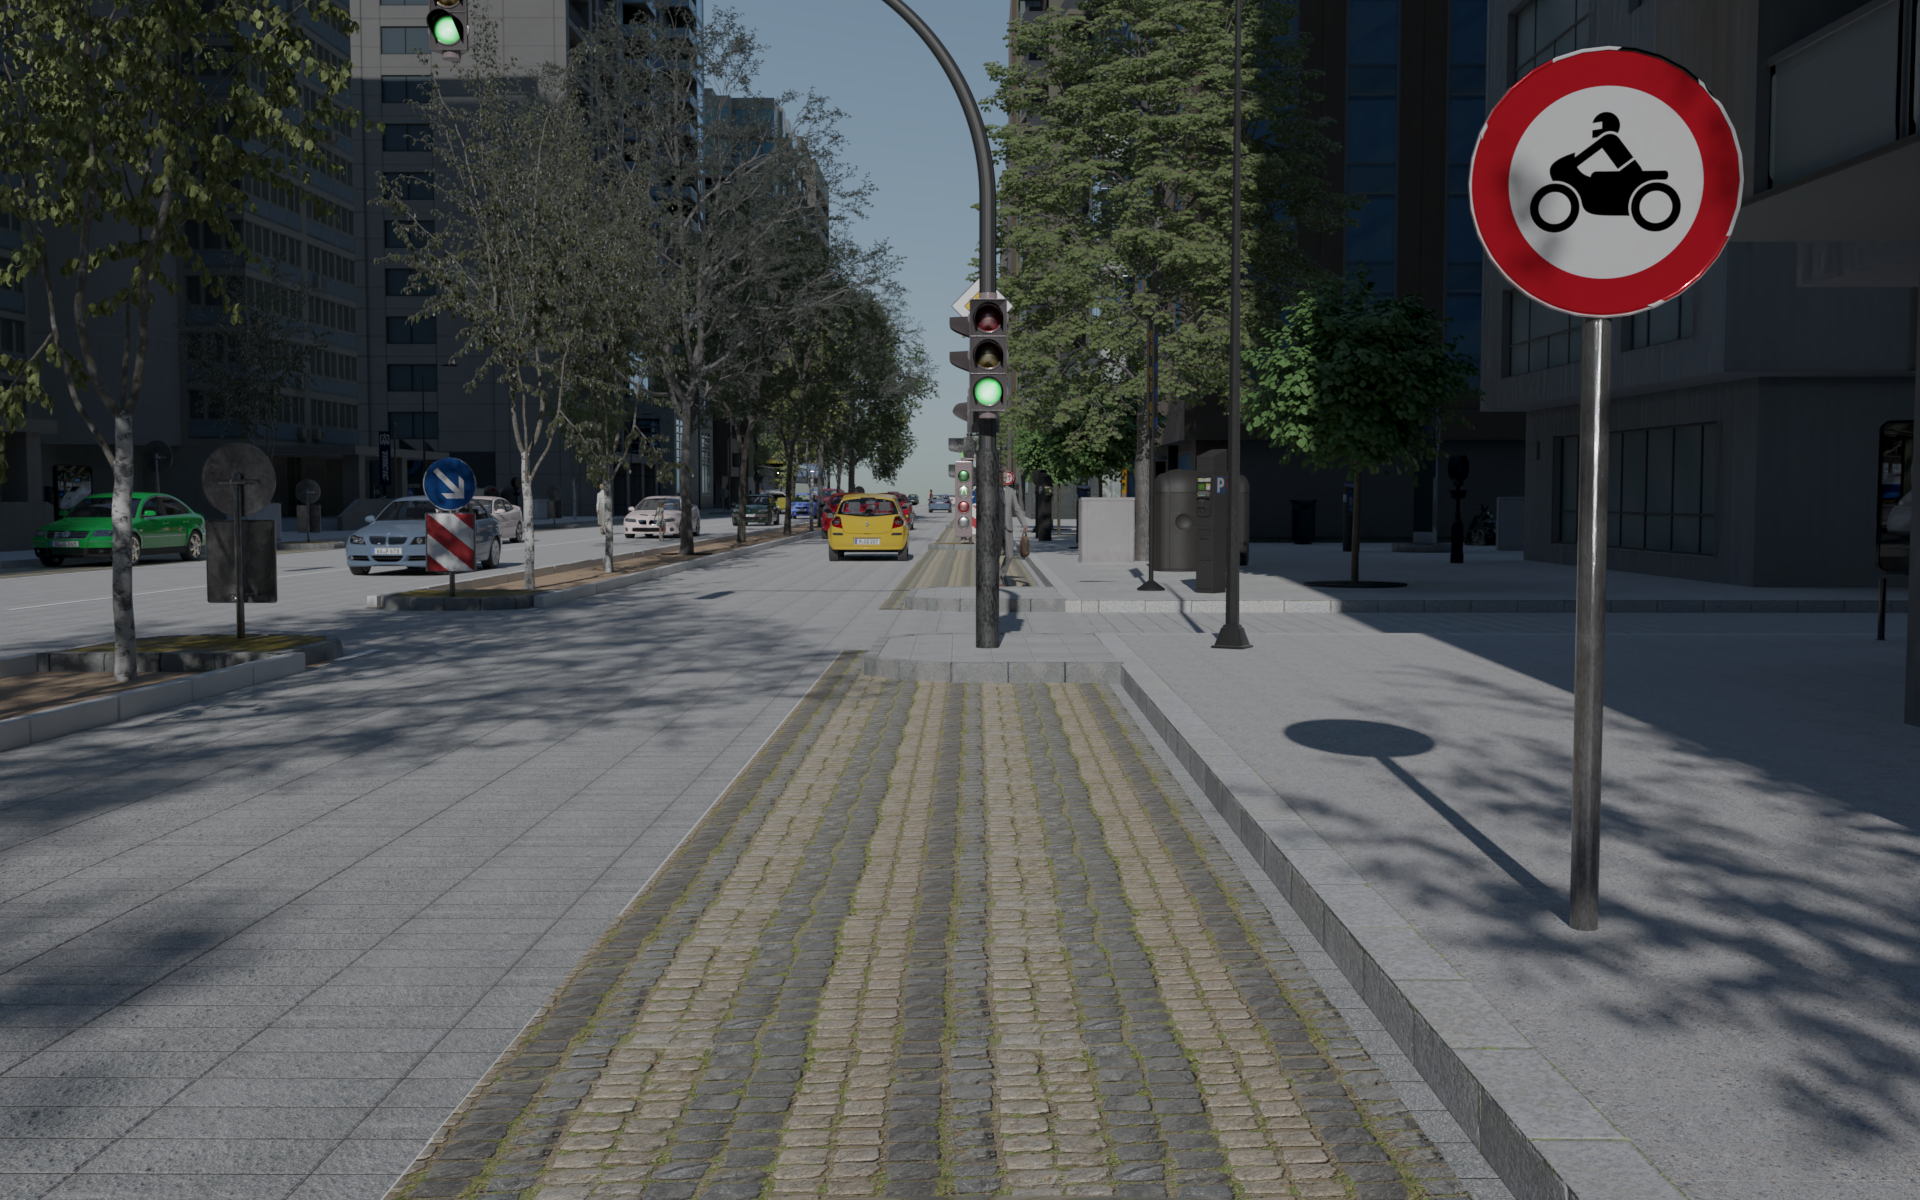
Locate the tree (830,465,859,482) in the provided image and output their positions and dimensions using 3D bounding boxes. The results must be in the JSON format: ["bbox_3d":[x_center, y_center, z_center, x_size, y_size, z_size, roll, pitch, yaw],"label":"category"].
[{"bbox_3d":[-18.127,-20.244,256.744,9.928,11.665,9.643,0,3,0],"label":"tree"}]

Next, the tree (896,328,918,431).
[{"bbox_3d":[-6.037,-7.507,59.604,8.767,10.594,7.601,0,4,0],"label":"tree"}]

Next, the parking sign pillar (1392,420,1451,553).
[{"bbox_3d":[10.328,-3.051,38.351,1.447,3.967,1.447,1,4,20],"label":"parking sign pillar"}]

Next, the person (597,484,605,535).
[{"bbox_3d":[-12.534,-3.188,60.848,0.478,1.798,0.641,1,4,14],"label":"person"}]

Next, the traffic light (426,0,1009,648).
[{"bbox_3d":[-1.889,-2.422,14.269,4.771,5.953,1.251,0,4,0],"label":"traffic light"}]

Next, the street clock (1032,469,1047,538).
[{"bbox_3d":[2.325,-2.801,50.370,0.358,2.002,0.471,3,5,40],"label":"street clock"}]

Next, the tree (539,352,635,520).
[{"bbox_3d":[-19.085,-8.324,86.467,4.737,8.622,4.395,0,3,0],"label":"tree"}]

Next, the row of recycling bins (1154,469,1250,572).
[{"bbox_3d":[4.178,-1.406,30.097,1.069,1.692,3.534,2,4,26],"label":"row of recycling bins"}]

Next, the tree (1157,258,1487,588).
[{"bbox_3d":[5.577,-2.471,24.109,4.285,4.588,4.351,0,3,0],"label":"tree"}]

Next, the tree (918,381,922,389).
[{"bbox_3d":[-6.056,-9.036,84.602,8.767,10.594,7.601,0,4,0],"label":"tree"}]

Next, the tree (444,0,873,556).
[{"bbox_3d":[-6.439,-7.800,40.358,12.009,13.543,11.850,0,3,0],"label":"tree"}]

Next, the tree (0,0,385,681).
[{"bbox_3d":[-6.425,-3.695,13.239,4.737,8.622,4.395,0,3,0],"label":"tree"}]

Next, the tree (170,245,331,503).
[{"bbox_3d":[-20.456,-6.116,50.354,4.360,8.622,3.978,0,3,0],"label":"tree"}]

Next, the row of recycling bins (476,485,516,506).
[{"bbox_3d":[-22.828,-4.621,82.667,3.534,1.692,1.069,-3,5,-44],"label":"row of recycling bins"}]

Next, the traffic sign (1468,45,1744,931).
[{"bbox_3d":[1.845,-0.302,5.043,0.768,2.556,0.104,0,4,4],"label":"traffic sign"}]

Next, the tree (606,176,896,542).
[{"bbox_3d":[-6.500,-6.956,50.600,8.767,10.594,7.601,0,4,0],"label":"tree"}]

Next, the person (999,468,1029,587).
[{"bbox_3d":[0.634,-1.043,25.682,0.709,1.813,0.853,-2,4,-26],"label":"person"}]

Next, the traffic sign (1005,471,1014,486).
[{"bbox_3d":[2.602,-5.818,95.229,0.768,2.556,0.104,1,4,8],"label":"traffic sign"}]

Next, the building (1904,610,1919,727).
[{"bbox_3d":[10.570,-19.684,5.432,14.154,41.232,14.086,0,4,0],"label":"building"}]

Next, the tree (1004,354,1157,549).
[{"bbox_3d":[3.274,-3.485,40.693,4.285,4.588,4.351,0,3,0],"label":"tree"}]

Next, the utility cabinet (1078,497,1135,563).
[{"bbox_3d":[2.749,-1.305,32.504,1.020,1.237,0.306,0,4,-7],"label":"utility cabinet"}]

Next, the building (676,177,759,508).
[{"bbox_3d":[-26.552,-23.568,157.039,14.160,30.474,14.107,0,4,0],"label":"building"}]

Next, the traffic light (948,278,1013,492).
[{"bbox_3d":[0.271,-2.046,22.378,0.839,4.253,0.868,0,4,0],"label":"traffic light"}]

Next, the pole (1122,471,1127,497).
[{"bbox_3d":[6.222,-4.384,65.514,0.158,3.312,0.155,0,3,0],"label":"pole"}]

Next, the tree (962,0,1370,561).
[{"bbox_3d":[3.950,-7.024,32.968,7.486,12.596,7.792,0,3,0],"label":"tree"}]

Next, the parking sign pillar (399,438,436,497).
[{"bbox_3d":[-26.294,-5.787,83.094,1.447,3.967,1.447,0,4,7],"label":"parking sign pillar"}]

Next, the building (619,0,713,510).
[{"bbox_3d":[-30.779,-50.164,132.851,22.319,86.520,31.000,0,4,0],"label":"building"}]

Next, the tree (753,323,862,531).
[{"bbox_3d":[-5.692,-6.917,65.918,4.737,8.622,4.395,0,3,0],"label":"tree"}]

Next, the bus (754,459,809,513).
[{"bbox_3d":[-12.729,-8.175,125.210,2.896,3.916,12.252,0,4,0],"label":"bus"}]

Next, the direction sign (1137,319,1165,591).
[{"bbox_3d":[2.544,-1.894,22.961,0.379,3.537,0.876,1,4,14],"label":"direction sign"}]

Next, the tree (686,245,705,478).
[{"bbox_3d":[-6.380,-4.786,31.078,4.360,8.622,3.978,0,3,0],"label":"tree"}]

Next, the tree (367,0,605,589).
[{"bbox_3d":[-6.441,-4.444,25.485,4.360,8.622,3.978,0,3,0],"label":"tree"}]

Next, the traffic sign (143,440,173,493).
[{"bbox_3d":[-18.967,-2.497,40.939,0.768,2.556,0.104,1,4,8],"label":"traffic sign"}]

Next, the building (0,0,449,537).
[{"bbox_3d":[-37.565,-22.893,66.186,32.217,40.220,23.993,0,4,0],"label":"building"}]

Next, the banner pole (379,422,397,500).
[{"bbox_3d":[-19.936,-4.312,60.523,0.863,3.779,0.401,1,4,14],"label":"banner pole"}]

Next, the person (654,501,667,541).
[{"bbox_3d":[-9.168,-2.398,52.729,0.505,1.210,0.382,2,4,35],"label":"person"}]

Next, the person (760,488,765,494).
[{"bbox_3d":[-12.464,-6.146,108.972,0.705,1.826,1.348,2,4,30],"label":"person"}]

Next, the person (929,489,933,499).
[{"bbox_3d":[-2.462,-8.349,144.947,0.705,1.831,1.348,0,4,-5],"label":"person"}]

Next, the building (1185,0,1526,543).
[{"bbox_3d":[12.789,-24.510,50.848,14.600,45.320,14.200,0,4,0],"label":"building"}]

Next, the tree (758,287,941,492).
[{"bbox_3d":[-5.852,-10.628,93.226,9.611,12.733,9.660,0,3,0],"label":"tree"}]

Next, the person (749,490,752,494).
[{"bbox_3d":[-16.460,-7.755,135.971,1.217,1.739,0.721,-1,4,-13],"label":"person"}]

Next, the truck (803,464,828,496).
[{"bbox_3d":[-12.869,-10.320,158.484,2.967,4.110,18.799,0,4,0],"label":"truck"}]

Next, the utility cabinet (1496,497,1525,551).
[{"bbox_3d":[12.720,-1.722,39.309,1.020,1.237,0.306,0,4,4],"label":"utility cabinet"}]

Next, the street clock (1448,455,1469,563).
[{"bbox_3d":[9.217,-1.682,32.066,0.358,2.002,0.471,3,4,39],"label":"street clock"}]

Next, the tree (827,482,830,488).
[{"bbox_3d":[-17.840,-14.448,230.828,1.663,3.219,1.824,0,3,0],"label":"tree"}]

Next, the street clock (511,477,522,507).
[{"bbox_3d":[-18.792,-4.212,73.428,0.358,2.002,0.471,1,4,21],"label":"street clock"}]

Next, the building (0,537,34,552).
[{"bbox_3d":[-37.345,-20.940,34.250,32.217,40.220,23.993,0,4,0],"label":"building"}]

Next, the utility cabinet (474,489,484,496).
[{"bbox_3d":[-26.159,-5.236,94.290,0.318,1.500,1.173,-3,4,-37],"label":"utility cabinet"}]

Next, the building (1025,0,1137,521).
[{"bbox_3d":[14.723,-46.939,80.118,22.319,86.520,31.000,0,4,0],"label":"building"}]
